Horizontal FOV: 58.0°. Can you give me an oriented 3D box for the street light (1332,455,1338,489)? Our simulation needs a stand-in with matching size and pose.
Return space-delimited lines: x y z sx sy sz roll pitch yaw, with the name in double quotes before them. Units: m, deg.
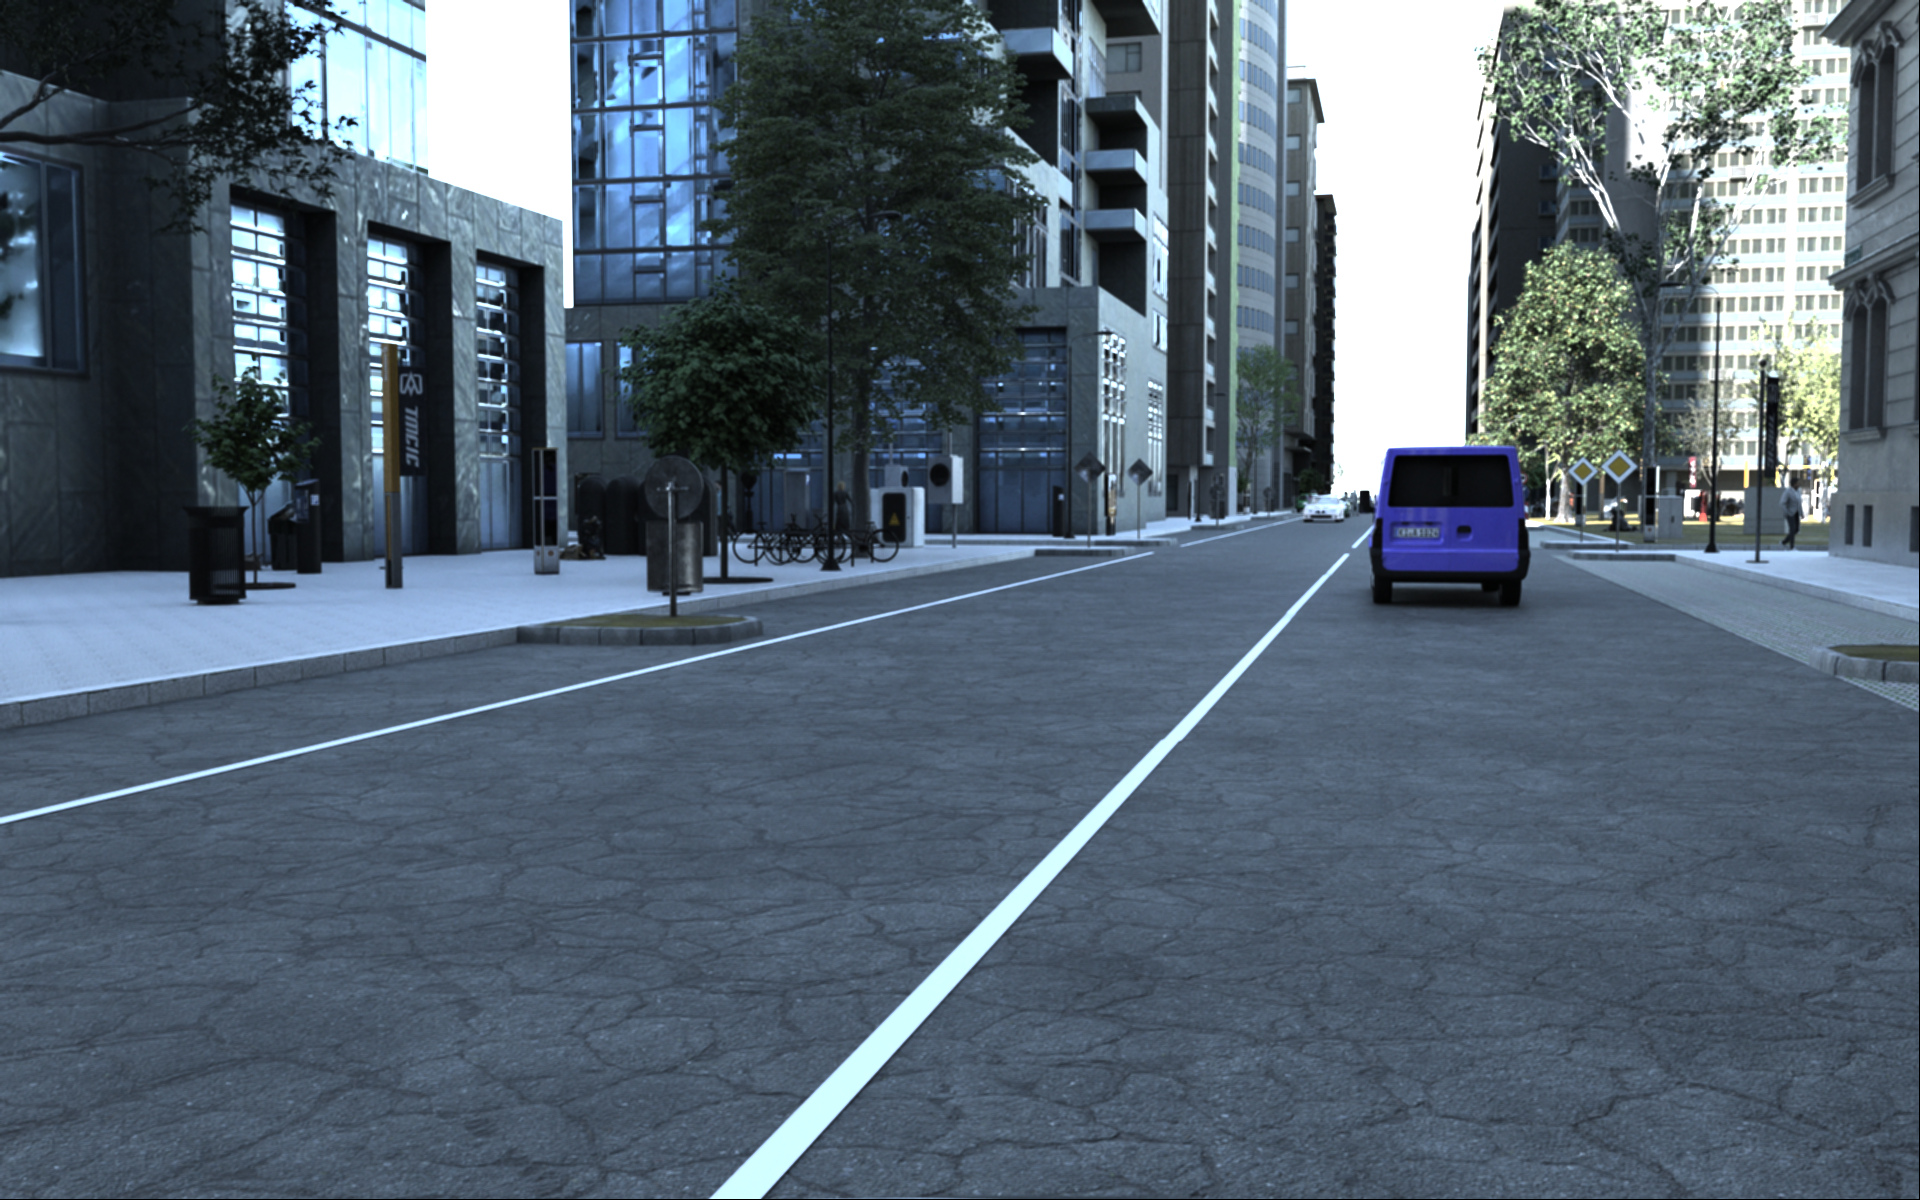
"street light" 43.360 -14.147 203.851 1.470 5.913 1.316 1 4 14

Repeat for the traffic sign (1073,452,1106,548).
"traffic sign" 3.079 -2.299 41.234 0.795 2.450 0.064 1 4 14

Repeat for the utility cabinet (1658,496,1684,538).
"utility cabinet" 20.420 -2.388 50.212 1.020 1.237 0.306 0 4 -7

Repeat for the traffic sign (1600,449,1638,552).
"traffic sign" 14.548 -2.119 38.283 0.795 2.450 0.064 1 4 14

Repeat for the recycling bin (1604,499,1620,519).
"recycling bin" 33.403 -4.665 88.831 0.722 1.027 0.722 2 4 29

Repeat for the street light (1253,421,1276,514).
"street light" 19.278 -8.394 109.779 1.470 5.913 1.316 1 4 14

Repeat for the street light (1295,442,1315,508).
"street light" 30.653 -11.143 154.723 1.470 5.913 1.316 1 4 14

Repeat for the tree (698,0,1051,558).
"tree" -1.750 -7.134 34.769 7.486 12.596 7.792 0 3 0

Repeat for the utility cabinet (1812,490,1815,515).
"utility cabinet" 53.107 -5.998 106.740 1.173 1.500 0.318 -1 4 -15

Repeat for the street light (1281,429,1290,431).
"street light" 22.959 -9.296 124.535 1.470 5.913 1.316 1 4 14

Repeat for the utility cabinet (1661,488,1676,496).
"utility cabinet" 26.687 -3.463 65.294 0.318 1.500 1.173 1 4 11

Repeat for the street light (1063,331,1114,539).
"street light" 3.676 -4.707 49.504 1.470 5.913 1.316 1 4 14

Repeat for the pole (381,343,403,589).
"pole" -7.700 -1.812 23.466 0.158 3.312 0.155 0 3 0

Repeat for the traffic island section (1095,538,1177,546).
"traffic island section" 5.038 -1.636 49.037 2.009 0.180 2.903 1 4 14

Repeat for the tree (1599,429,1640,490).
"tree" 42.577 -9.844 111.318 4.360 8.622 3.978 0 3 0

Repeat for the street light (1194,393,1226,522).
"street light" 11.538 -6.558 79.758 1.470 5.913 1.316 1 4 14

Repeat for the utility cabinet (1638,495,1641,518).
"utility cabinet" 37.442 -5.083 94.274 1.020 1.237 0.306 -1 4 -11

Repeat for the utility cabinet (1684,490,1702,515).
"utility cabinet" 43.607 -5.782 103.212 1.173 1.500 0.318 -1 4 -18

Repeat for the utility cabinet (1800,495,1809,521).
"utility cabinet" 40.419 -4.434 83.651 1.020 1.237 0.306 2 4 33

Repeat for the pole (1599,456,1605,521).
"pole" 30.493 -5.408 82.269 0.158 3.312 0.155 0 3 0

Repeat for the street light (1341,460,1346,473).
"street light" 50.989 -15.993 234.021 1.470 5.913 1.316 1 4 14

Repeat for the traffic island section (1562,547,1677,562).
"traffic island section" 14.573 -0.983 38.354 2.009 0.180 2.903 1 4 14

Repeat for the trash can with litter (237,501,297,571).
"trash can with litter" -11.589 -1.082 29.080 1.055 1.170 0.624 -1 4 -18

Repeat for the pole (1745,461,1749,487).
"pole" 48.130 -6.860 106.006 0.158 3.312 0.155 0 3 0

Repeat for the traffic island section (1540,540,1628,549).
"traffic island section" 16.557 -1.456 46.090 2.009 0.180 2.903 1 4 14

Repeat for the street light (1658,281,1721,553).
"street light" 15.943 -3.996 37.879 1.470 5.913 1.316 1 4 14

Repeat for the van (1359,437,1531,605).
"van" 6.704 -1.208 24.133 2.240 2.365 5.245 1 4 13

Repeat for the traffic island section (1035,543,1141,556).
"traffic island section" 3.054 -1.163 41.302 2.009 0.180 2.903 1 4 14

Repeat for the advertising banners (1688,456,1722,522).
"advertising banners" 34.175 -5.096 79.509 0.090 3.025 2.074 -1 4 -21

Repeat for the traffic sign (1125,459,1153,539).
"traffic sign" 5.063 -2.772 48.970 0.795 2.450 0.064 1 4 14

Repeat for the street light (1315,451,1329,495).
"street light" 38.356 -12.979 184.752 1.470 5.913 1.316 1 4 14

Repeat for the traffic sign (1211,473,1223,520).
"traffic sign" 12.746 -5.119 85.828 0.606 2.300 0.079 2 4 24

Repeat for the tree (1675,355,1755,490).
"tree" 40.273 -8.694 92.511 4.360 8.622 3.978 0 3 0

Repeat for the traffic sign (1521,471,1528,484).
"traffic sign" 31.208 -5.892 96.434 0.768 2.556 0.104 1 4 17

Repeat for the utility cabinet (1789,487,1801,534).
"utility cabinet" 26.252 -2.845 55.193 1.173 1.500 0.318 -2 4 -26

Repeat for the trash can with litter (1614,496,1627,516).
"trash can with litter" 40.192 -5.795 106.138 1.055 1.170 0.624 -2 4 -30

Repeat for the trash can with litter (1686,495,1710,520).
"trash can with litter" 40.912 -5.283 97.433 2.233 1.210 1.678 -2 4 -31

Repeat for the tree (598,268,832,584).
"tree" -3.549 -2.544 25.304 4.285 4.588 4.351 0 3 0

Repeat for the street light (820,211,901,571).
"street light" -1.643 -3.436 28.714 1.470 5.913 1.316 1 4 14

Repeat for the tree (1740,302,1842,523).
"tree" 32.345 -7.167 67.542 4.737 8.622 4.395 0 3 0

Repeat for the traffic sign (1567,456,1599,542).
"traffic sign" 16.532 -2.592 46.018 0.795 2.450 0.064 1 4 14

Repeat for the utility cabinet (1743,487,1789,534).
"utility cabinet" 25.363 -2.809 54.608 1.173 1.500 0.318 1 4 20
